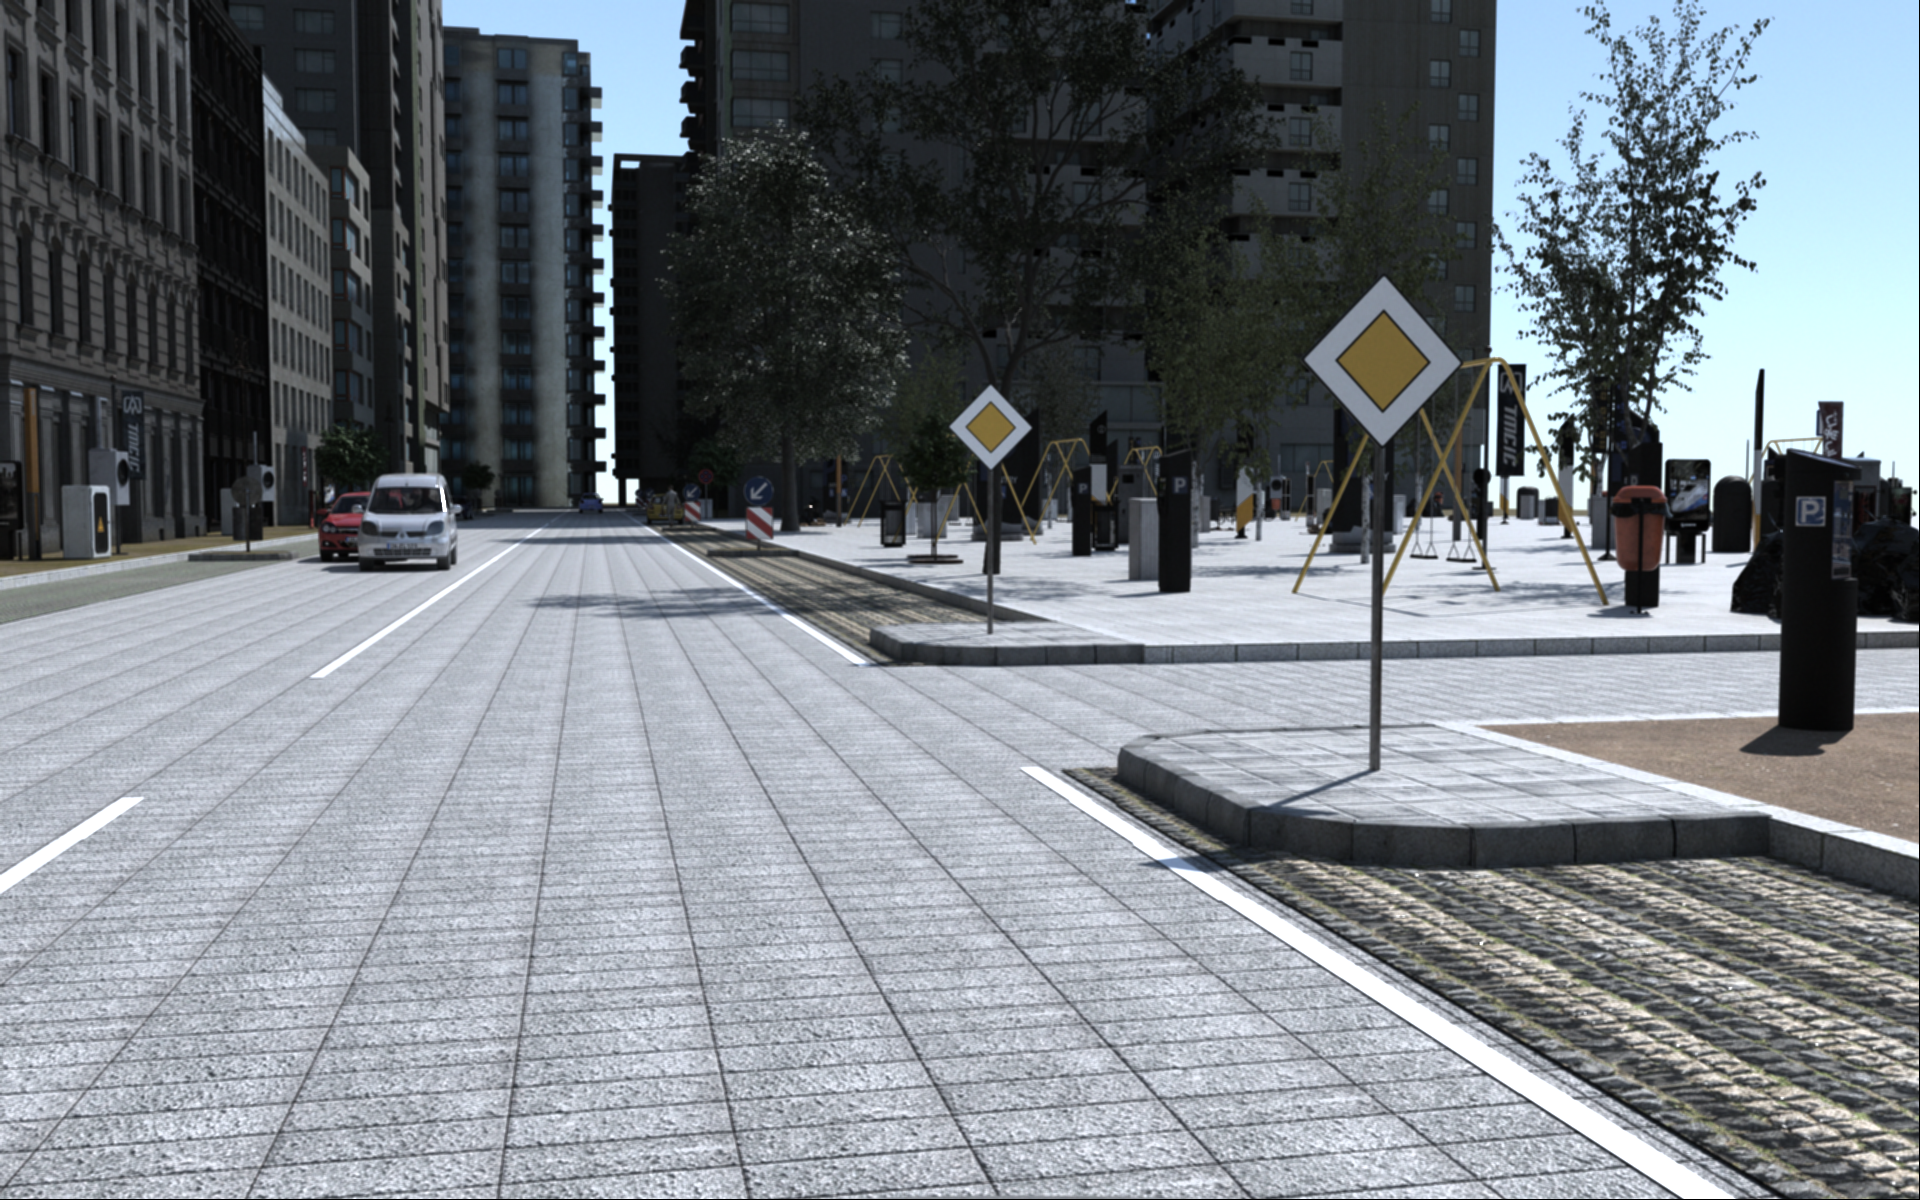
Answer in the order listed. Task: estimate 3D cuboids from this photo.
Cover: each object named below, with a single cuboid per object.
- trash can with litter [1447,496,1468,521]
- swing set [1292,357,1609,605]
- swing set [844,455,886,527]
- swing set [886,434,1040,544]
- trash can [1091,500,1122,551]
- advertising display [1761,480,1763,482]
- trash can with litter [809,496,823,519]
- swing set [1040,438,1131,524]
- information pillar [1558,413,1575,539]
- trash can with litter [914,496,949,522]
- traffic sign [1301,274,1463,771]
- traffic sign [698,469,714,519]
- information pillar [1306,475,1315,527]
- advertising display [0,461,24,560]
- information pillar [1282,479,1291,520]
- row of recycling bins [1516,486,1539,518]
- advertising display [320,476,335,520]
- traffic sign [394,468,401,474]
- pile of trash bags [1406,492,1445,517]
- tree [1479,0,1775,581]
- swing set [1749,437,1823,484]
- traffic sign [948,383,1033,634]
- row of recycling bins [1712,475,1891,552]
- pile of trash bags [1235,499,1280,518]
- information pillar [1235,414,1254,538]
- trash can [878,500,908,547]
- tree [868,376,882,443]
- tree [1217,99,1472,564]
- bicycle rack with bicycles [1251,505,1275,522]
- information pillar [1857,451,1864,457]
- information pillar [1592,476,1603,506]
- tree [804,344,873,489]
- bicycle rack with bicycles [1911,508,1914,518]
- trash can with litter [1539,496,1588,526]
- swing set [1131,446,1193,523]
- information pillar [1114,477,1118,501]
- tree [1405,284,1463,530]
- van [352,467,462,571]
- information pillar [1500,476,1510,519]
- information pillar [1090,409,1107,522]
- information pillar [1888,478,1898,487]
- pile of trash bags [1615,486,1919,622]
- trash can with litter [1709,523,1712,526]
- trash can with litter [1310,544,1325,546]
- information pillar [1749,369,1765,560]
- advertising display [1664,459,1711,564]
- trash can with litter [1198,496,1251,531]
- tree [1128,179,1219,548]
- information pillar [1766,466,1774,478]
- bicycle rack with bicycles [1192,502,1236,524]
[{"bbox_3d":[23.728,-4.360,82.668,0.624,1.170,1.055,-3,4,-36],"label":"trash can with litter"},{"bbox_3d":[5.901,-1.450,21.321,2.862,2.851,3.119,0,4,-8],"label":"swing set"},{"bbox_3d":[-3.041,-4.412,69.749,2.862,2.851,3.119,-1,4,-15],"label":"swing set"},{"bbox_3d":[0.034,-2.893,44.921,2.862,2.851,3.119,-2,4,-23],"label":"swing set"},{"bbox_3d":[3.278,-1.680,39.121,0.748,1.137,0.748,0,3,0],"label":"trash can"},{"bbox_3d":[37.638,-4.625,80.825,0.974,1.923,0.123,-2,4,-30],"label":"advertising display"},{"bbox_3d":[-7.292,-4.807,89.982,1.055,1.170,0.624,1,4,16],"label":"trash can with litter"},{"bbox_3d":[3.032,-3.207,50.062,2.862,2.851,3.119,-1,4,-12],"label":"swing set"},{"bbox_3d":[17.553,-3.594,50.119,0.183,3.616,0.504,-2,4,-28],"label":"information pillar"},{"bbox_3d":[-1.596,-4.197,79.674,2.233,1.210,1.678,2,4,31],"label":"trash can with litter"},{"bbox_3d":[1.927,-0.266,7.994,0.795,2.450,0.064,-1,4,-12],"label":"traffic sign"},{"bbox_3d":[-12.810,-5.338,87.385,0.768,2.556,0.104,0,4,-6],"label":"traffic sign"},{"bbox_3d":[13.706,-3.867,67.721,0.304,2.012,0.304,1,4,13],"label":"information pillar"},{"bbox_3d":[-18.574,-1.738,33.626,0.974,1.923,0.123,1,4,23],"label":"advertising display"},{"bbox_3d":[15.948,-4.905,84.689,0.304,2.012,0.304,-2,4,-27],"label":"information pillar"},{"bbox_3d":[30.545,-5.257,93.071,1.069,1.692,3.534,1,4,23],"label":"row of recycling bins"},{"bbox_3d":[-22.859,-3.514,62.665,0.123,1.923,0.974,0,4,3],"label":"advertising display"},{"bbox_3d":[-28.028,-5.284,86.402,0.884,2.594,0.081,0,4,-7],"label":"traffic sign"},{"bbox_3d":[26.138,-5.309,96.555,1.912,1.369,3.447,3,4,37],"label":"pile of trash bags"},{"bbox_3d":[9.892,-4.596,25.503,4.360,8.622,3.978,0,3,0],"label":"tree"},{"bbox_3d":[23.691,-3.138,48.918,2.862,2.851,3.119,0,4,-2],"label":"swing set"},{"bbox_3d":[0.273,-0.744,15.806,0.795,2.450,0.064,-1,4,-12],"label":"traffic sign"},{"bbox_3d":[18.362,-1.880,37.844,3.534,1.692,1.069,2,4,26],"label":"row of recycling bins"},{"bbox_3d":[16.126,-5.043,92.213,1.912,1.369,3.447,-1,4,-20],"label":"pile of trash bags"},{"bbox_3d":[8.244,-3.597,50.173,0.504,3.616,0.183,0,4,-4],"label":"information pillar"},{"bbox_3d":[-1.617,-1.850,41.902,0.748,1.137,0.748,0,3,0],"label":"trash can"},{"bbox_3d":[-2.682,-8.346,86.814,4.737,8.622,4.395,0,3,0],"label":"tree"},{"bbox_3d":[7.247,-4.976,31.725,4.737,8.622,4.395,0,3,0],"label":"tree"},{"bbox_3d":[13.238,-4.162,81.427,2.925,0.926,2.852,1,4,16],"label":"bicycle rack with bicycles"},{"bbox_3d":[48.810,-6.282,94.059,0.504,3.616,0.183,0,4,-4],"label":"information pillar"},{"bbox_3d":[25.622,-3.983,69.621,0.304,2.012,0.304,-3,5,-44],"label":"information pillar"},{"bbox_3d":[-6.173,-7.970,80.669,4.360,8.622,3.978,0,3,0],"label":"tree"},{"bbox_3d":[48.163,-4.705,90.313,2.925,0.926,2.852,3,5,44],"label":"bicycle rack with bicycles"},{"bbox_3d":[24.702,-3.669,71.049,2.233,1.210,1.678,0,4,6],"label":"trash can with litter"},{"bbox_3d":[6.208,-3.692,57.992,2.862,2.851,3.119,-1,4,-9],"label":"swing set"},{"bbox_3d":[6.746,-4.220,73.487,0.304,2.012,0.304,3,5,43],"label":"information pillar"},{"bbox_3d":[16.466,-6.778,61.177,4.360,8.622,3.978,0,3,0],"label":"tree"},{"bbox_3d":[-10.745,-1.638,33.795,2.013,2.044,4.112,-1,4,-14],"label":"van"},{"bbox_3d":[28.296,-6.029,89.930,0.504,3.616,0.183,-1,4,-14],"label":"information pillar"},{"bbox_3d":[3.832,-3.457,47.875,0.504,3.616,0.183,0,4,3],"label":"information pillar"},{"bbox_3d":[42.107,-4.508,78.200,0.304,2.012,0.304,-1,4,-14],"label":"information pillar"},{"bbox_3d":[8.716,-0.528,18.391,3.447,1.369,1.912,1,4,17],"label":"pile of trash bags"},{"bbox_3d":[30.098,-3.541,68.955,1.678,1.210,2.233,-1,4,-19],"label":"trash can with litter"},{"bbox_3d":[9.578,-1.894,42.032,1.678,1.210,2.233,0,4,-8],"label":"trash can with litter"},{"bbox_3d":[15.037,-2.525,32.643,0.183,3.616,0.504,1,4,17],"label":"information pillar"},{"bbox_3d":[13.443,-1.640,32.030,0.974,1.923,0.123,-1,4,-21],"label":"advertising display"},{"bbox_3d":[9.284,-3.055,61.014,2.233,1.210,1.678,-1,4,-12],"label":"trash can with litter"},{"bbox_3d":[5.646,-5.517,40.558,4.737,8.622,4.395,0,3,0],"label":"tree"},{"bbox_3d":[21.239,-2.492,45.238,0.304,2.012,0.304,3,5,39],"label":"information pillar"},{"bbox_3d":[10.112,-3.680,73.547,2.925,0.926,2.852,-3,5,-40],"label":"bicycle rack with bicycles"}]
